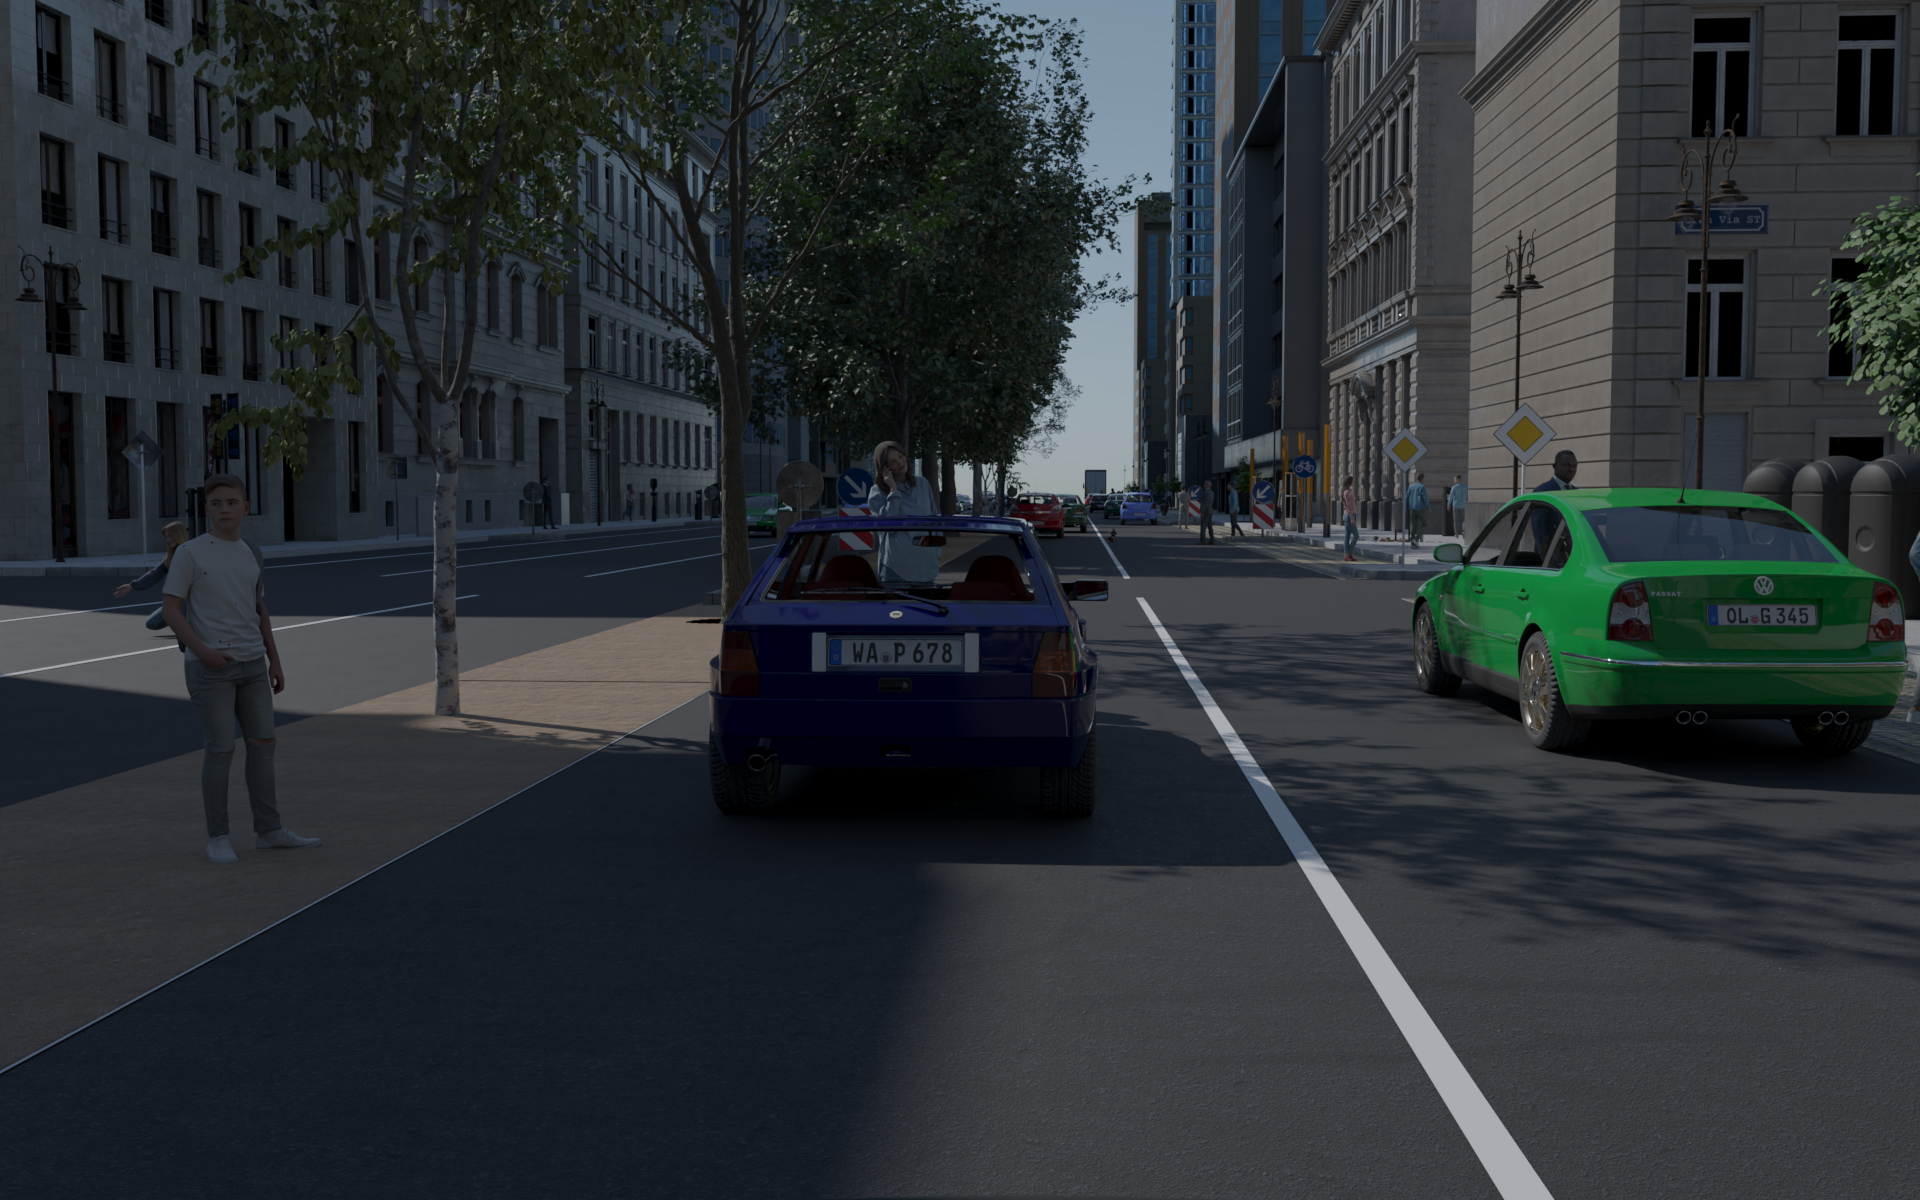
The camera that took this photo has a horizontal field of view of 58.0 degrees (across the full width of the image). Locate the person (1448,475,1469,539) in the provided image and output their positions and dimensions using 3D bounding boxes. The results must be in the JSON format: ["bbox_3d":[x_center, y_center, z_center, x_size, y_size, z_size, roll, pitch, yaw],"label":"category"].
[{"bbox_3d":[14.371,-2.689,49.873,0.638,1.841,0.748,1,4,13],"label":"person"}]

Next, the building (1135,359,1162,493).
[{"bbox_3d":[38.205,-23.830,234.660,27.650,21.520,28.899,0,4,4],"label":"building"}]

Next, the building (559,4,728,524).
[{"bbox_3d":[-22.603,-15.627,88.789,16.112,22.955,30.059,0,4,4],"label":"building"}]

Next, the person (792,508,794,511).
[{"bbox_3d":[-11.405,-6.777,116.865,1.348,1.823,0.705,-3,5,-44],"label":"person"}]

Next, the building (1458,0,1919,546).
[{"bbox_3d":[24.261,-14.583,35.696,25.104,27.353,12.463,0,4,4],"label":"building"}]

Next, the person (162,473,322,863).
[{"bbox_3d":[-2.837,0.263,6.794,0.523,1.515,0.503,0,4,-1],"label":"person"}]

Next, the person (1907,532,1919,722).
[{"bbox_3d":[6.115,-0.018,10.607,0.330,1.601,0.589,-1,4,-12],"label":"person"}]

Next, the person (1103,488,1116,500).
[{"bbox_3d":[9.910,-6.368,112.632,1.348,1.823,0.705,0,4,-5],"label":"person"}]

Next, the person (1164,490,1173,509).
[{"bbox_3d":[18.457,-8.934,153.044,0.756,1.711,0.436,3,4,37],"label":"person"}]

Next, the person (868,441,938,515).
[{"bbox_3d":[-0.376,-0.198,12.002,0.793,1.790,0.793,1,4,17],"label":"person"}]

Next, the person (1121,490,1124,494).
[{"bbox_3d":[13.083,-8.002,140.016,1.217,1.739,0.721,2,4,29],"label":"person"}]

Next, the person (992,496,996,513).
[{"bbox_3d":[2.809,-7.534,132.415,0.721,1.736,1.217,-3,5,-39],"label":"person"}]

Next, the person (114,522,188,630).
[{"bbox_3d":[-7.869,-0.212,17.469,1.012,1.151,0.738,2,4,24],"label":"person"}]

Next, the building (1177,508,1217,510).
[{"bbox_3d":[29.147,-50.176,133.053,22.319,86.520,31.000,0,4,4],"label":"building"}]

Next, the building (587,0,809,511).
[{"bbox_3d":[-23.243,-35.432,121.313,21.231,58.520,28.212,0,4,4],"label":"building"}]

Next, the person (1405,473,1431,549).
[{"bbox_3d":[10.661,-2.081,40.405,0.444,1.785,0.601,-2,4,-33],"label":"person"}]

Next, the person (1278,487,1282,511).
[{"bbox_3d":[11.708,-3.425,62.168,0.709,1.813,0.853,2,4,32],"label":"person"}]

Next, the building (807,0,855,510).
[{"bbox_3d":[-20.912,-30.329,150.504,22.147,44.769,28.867,0,4,4],"label":"building"}]

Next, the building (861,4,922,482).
[{"bbox_3d":[-15.936,-56.524,236.843,22.319,86.520,31.000,0,4,4],"label":"building"}]

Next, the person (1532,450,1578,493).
[{"bbox_3d":[5.036,-0.360,14.572,0.721,1.800,0.419,-3,5,-39],"label":"person"}]

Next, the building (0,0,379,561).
[{"bbox_3d":[-22.441,-11.403,41.188,10.420,20.320,16.860,0,4,4],"label":"building"}]

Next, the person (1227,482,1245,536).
[{"bbox_3d":[8.633,-2.797,54.257,0.620,1.820,0.660,0,4,0],"label":"person"}]

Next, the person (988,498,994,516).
[{"bbox_3d":[1.752,-5.339,100.802,0.505,1.210,0.382,2,4,24],"label":"person"}]

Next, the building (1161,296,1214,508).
[{"bbox_3d":[34.125,-19.549,164.670,27.650,21.520,28.899,0,4,4],"label":"building"}]

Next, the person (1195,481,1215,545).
[{"bbox_3d":[6.909,-2.466,48.989,0.590,1.801,0.661,2,4,26],"label":"person"}]

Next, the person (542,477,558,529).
[{"bbox_3d":[-14.983,-3.525,63.045,0.648,1.900,0.474,3,5,41],"label":"person"}]

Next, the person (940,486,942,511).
[{"bbox_3d":[-0.567,-3.208,61.127,0.419,1.800,0.721,0,4,4],"label":"person"}]

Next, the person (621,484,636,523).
[{"bbox_3d":[-14.844,-4.332,77.455,0.643,1.750,0.593,0,4,4],"label":"person"}]

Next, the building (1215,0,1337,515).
[{"bbox_3d":[23.953,-28.231,111.684,14.600,45.320,14.200,0,4,4],"label":"building"}]

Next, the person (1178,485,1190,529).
[{"bbox_3d":[9.212,-3.823,71.186,0.511,1.800,0.466,0,4,5],"label":"person"}]

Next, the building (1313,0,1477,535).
[{"bbox_3d":[19.695,-14.318,62.979,11.050,23.489,19.941,0,4,4],"label":"building"}]

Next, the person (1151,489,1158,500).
[{"bbox_3d":[19.081,-10.154,172.048,1.348,1.826,0.705,0,4,6],"label":"person"}]

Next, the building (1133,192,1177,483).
[{"bbox_3d":[32.826,-37.048,255.838,14.600,45.320,14.200,0,4,4],"label":"building"}]

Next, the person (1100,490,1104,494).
[{"bbox_3d":[13.292,-9.415,162.569,1.348,1.807,0.705,1,4,23],"label":"person"}]

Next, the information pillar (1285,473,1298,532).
[{"bbox_3d":[11.322,-3.345,59.189,0.304,2.012,0.304,-2,4,-32],"label":"information pillar"}]

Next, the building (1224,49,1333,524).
[{"bbox_3d":[22.048,-16.502,88.870,14.314,24.678,30.058,0,4,4],"label":"building"}]

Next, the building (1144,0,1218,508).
[{"bbox_3d":[33.616,-54.436,202.706,22.319,86.520,31.000,0,4,4],"label":"building"}]

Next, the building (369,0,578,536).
[{"bbox_3d":[-23.328,-16.747,61.207,14.401,28.519,23.554,0,4,4],"label":"building"}]

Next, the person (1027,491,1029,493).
[{"bbox_3d":[6.678,-9.813,169.615,0.621,1.740,0.551,1,4,20],"label":"person"}]

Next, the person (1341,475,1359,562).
[{"bbox_3d":[8.209,-1.708,36.437,0.388,1.821,0.555,0,4,-5],"label":"person"}]

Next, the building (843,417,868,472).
[{"bbox_3d":[-16.925,-31.933,172.212,14.600,45.320,14.200,0,4,4],"label":"building"}]
